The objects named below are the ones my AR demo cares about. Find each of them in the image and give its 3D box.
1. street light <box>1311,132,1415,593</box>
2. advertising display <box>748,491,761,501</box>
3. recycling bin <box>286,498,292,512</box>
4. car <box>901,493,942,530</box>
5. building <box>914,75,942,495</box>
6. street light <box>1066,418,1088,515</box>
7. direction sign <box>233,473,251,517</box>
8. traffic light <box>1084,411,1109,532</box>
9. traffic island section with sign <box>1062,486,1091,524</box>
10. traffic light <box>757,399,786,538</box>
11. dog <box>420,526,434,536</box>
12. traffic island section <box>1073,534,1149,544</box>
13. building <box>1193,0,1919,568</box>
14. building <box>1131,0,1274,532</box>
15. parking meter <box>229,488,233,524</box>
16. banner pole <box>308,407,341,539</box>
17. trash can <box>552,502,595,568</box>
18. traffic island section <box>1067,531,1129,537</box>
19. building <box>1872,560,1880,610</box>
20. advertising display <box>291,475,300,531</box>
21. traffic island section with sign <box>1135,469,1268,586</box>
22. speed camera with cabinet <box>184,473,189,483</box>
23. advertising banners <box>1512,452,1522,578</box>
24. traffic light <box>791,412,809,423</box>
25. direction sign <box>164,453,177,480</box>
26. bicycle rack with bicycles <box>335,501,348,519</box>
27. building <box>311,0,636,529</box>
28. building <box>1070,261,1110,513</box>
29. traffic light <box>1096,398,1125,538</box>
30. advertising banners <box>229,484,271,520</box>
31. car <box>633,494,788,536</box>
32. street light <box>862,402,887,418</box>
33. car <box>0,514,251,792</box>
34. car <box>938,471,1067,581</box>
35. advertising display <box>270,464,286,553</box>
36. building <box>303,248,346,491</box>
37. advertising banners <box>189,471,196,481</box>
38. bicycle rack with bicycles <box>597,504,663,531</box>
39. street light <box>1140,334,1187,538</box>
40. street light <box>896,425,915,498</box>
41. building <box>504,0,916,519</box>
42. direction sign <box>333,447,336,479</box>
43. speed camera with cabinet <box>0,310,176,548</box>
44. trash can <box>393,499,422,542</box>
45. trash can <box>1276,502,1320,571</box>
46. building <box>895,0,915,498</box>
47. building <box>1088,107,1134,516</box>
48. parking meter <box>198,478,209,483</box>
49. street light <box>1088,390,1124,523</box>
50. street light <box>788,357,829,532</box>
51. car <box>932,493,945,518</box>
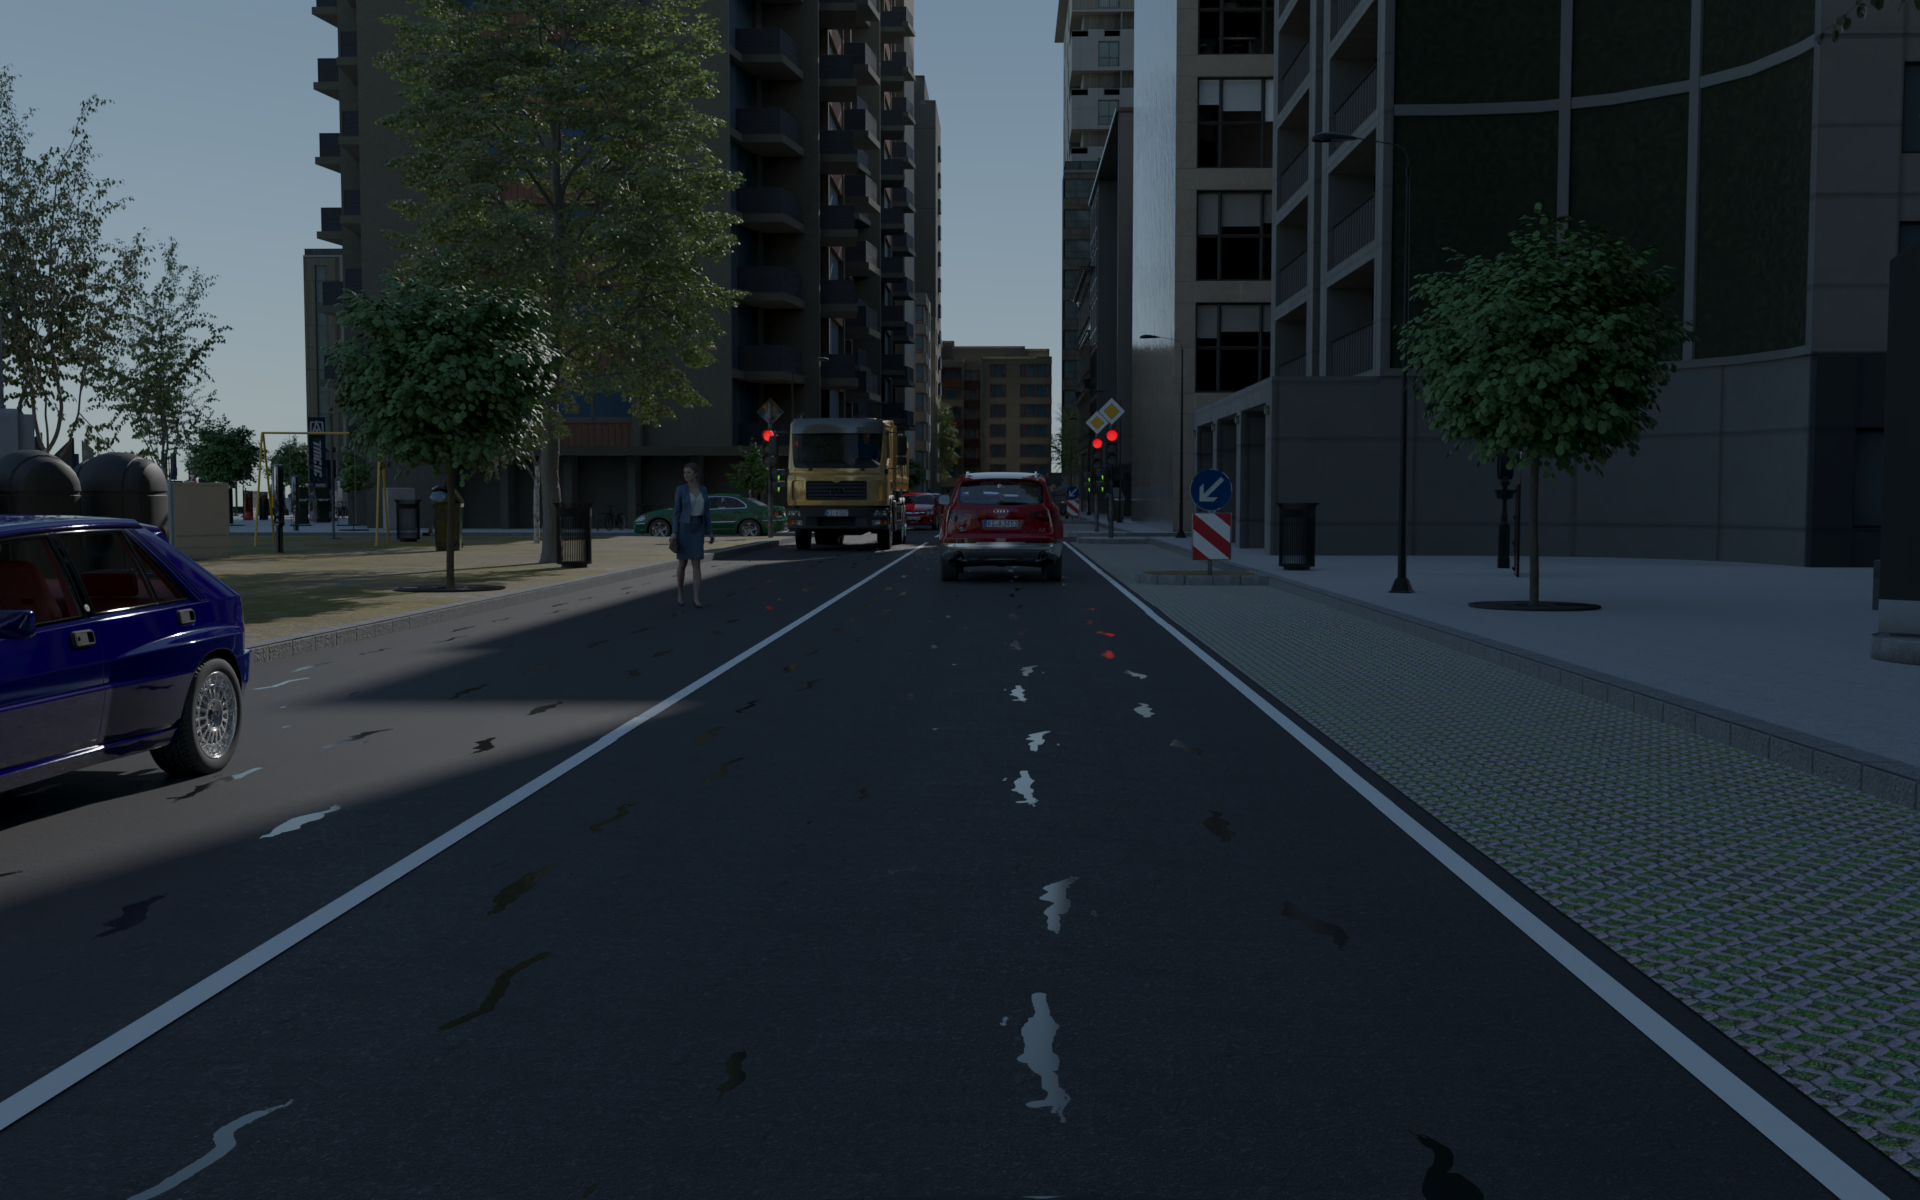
[{"bbox_3d":[5.209,-3.048,22.383,1.470,5.913,1.316,0,4,1],"label":"street light"},{"bbox_3d":[-7.279,-3.430,61.286,0.123,1.923,0.974,-2,4,-27],"label":"advertising display"},{"bbox_3d":[-46.815,-6.629,120.943,0.722,1.027,0.722,-3,5,-41],"label":"recycling bin"},{"bbox_3d":[-1.713,-3.754,70.423,2.155,1.783,4.494,0,4,3],"label":"car"},{"bbox_3d":[-13.083,-35.148,198.371,21.600,48.544,21.300,0,4,1],"label":"building"},{"bbox_3d":[7.312,-8.127,105.409,1.470,5.913,1.316,0,4,1],"label":"street light"},{"bbox_3d":[-39.365,-6.306,95.102,0.876,3.537,0.379,-3,5,-42],"label":"direction sign"},{"bbox_3d":[4.610,-4.261,58.586,0.839,4.253,0.868,0,4,1],"label":"traffic light"},{"bbox_3d":[5.310,-4.584,83.574,1.989,1.847,2.006,0,4,1],"label":"traffic island section with sign"},{"bbox_3d":[-5.557,-3.788,50.847,0.839,4.253,0.868,0,4,1],"label":"traffic light"},{"bbox_3d":[-17.379,-2.223,56.540,0.550,0.427,0.748,-3,5,-40],"label":"dog"},{"bbox_3d":[4.441,-1.739,50.717,2.009,0.180,2.903,0,4,1],"label":"traffic island section"},{"bbox_3d":[16.786,-36.696,38.230,20.563,71.187,20.611,0,4,1],"label":"building"},{"bbox_3d":[24.391,-16.023,66.495,34.151,26.468,19.350,0,4,1],"label":"building"},{"bbox_3d":[-31.529,-4.050,74.626,0.372,1.533,0.369,0,3,0],"label":"parking meter"},{"bbox_3d":[-18.214,-3.643,49.578,0.863,3.779,0.401,-1,4,-20],"label":"banner pole"},{"bbox_3d":[-6.751,-1.140,30.287,0.748,1.137,0.748,0,3,0],"label":"trash can"},{"bbox_3d":[4.650,-2.227,58.699,2.009,0.180,2.903,0,4,1],"label":"traffic island section"},{"bbox_3d":[19.454,-28.391,6.186,21.231,58.520,28.212,0,4,1],"label":"building"},{"bbox_3d":[-23.218,-3.382,60.503,0.123,1.923,0.974,-2,4,-30],"label":"advertising display"},{"bbox_3d":[3.847,-1.179,27.911,1.989,1.847,2.006,0,4,1],"label":"traffic island section with sign"},{"bbox_3d":[-50.264,-7.154,111.308,2.038,3.252,0.660,-2,4,-26],"label":"speed camera with cabinet"},{"bbox_3d":[8.678,-1.877,26.880,0.090,3.025,2.074,1,4,16],"label":"advertising banners"},{"bbox_3d":[-5.348,-4.276,58.830,0.839,4.253,0.868,0,4,1],"label":"traffic light"},{"bbox_3d":[-43.518,-6.321,95.352,0.379,3.537,0.876,3,4,36],"label":"direction sign"},{"bbox_3d":[-31.009,-4.609,88.734,2.852,0.926,2.925,1,4,16],"label":"bicycle rack with bicycles"},{"bbox_3d":[-15.074,-25.738,75.437,22.147,44.769,28.867,0,4,1],"label":"building"},{"bbox_3d":[13.503,-15.861,123.951,10.561,19.102,19.286,0,4,1],"label":"building"},{"bbox_3d":[4.401,-3.773,50.604,0.839,4.253,0.868,0,4,1],"label":"traffic light"},{"bbox_3d":[-35.146,-5.462,85.499,2.074,3.025,0.090,0,4,-3],"label":"advertising banners"},{"bbox_3d":[-7.822,-2.608,54.434,4.920,1.459,2.131,0,4,3],"label":"car"},{"bbox_3d":[-4.418,-7.057,87.923,1.470,5.913,1.316,0,4,1],"label":"street light"},{"bbox_3d":[-4.729,0.303,7.632,1.945,1.354,3.894,0,4,3],"label":"car"},{"bbox_3d":[0.726,-1.308,30.062,2.281,1.827,5.304,0,4,2],"label":"car"},{"bbox_3d":[-14.968,-2.009,38.057,0.123,1.923,0.974,-2,4,-28],"label":"advertising display"},{"bbox_3d":[-67.740,-26.471,204.507,14.107,30.474,14.160,0,4,1],"label":"building"},{"bbox_3d":[-47.846,-6.947,109.778,2.074,3.025,0.090,-1,4,-10],"label":"advertising banners"},{"bbox_3d":[-11.427,-2.899,60.776,2.852,0.926,2.925,0,4,5],"label":"bicycle rack with bicycles"},{"bbox_3d":[5.928,-4.771,50.551,1.470,5.913,1.316,0,4,1],"label":"street light"},{"bbox_3d":[-3.702,-8.799,116.407,1.470,5.913,1.316,0,4,1],"label":"street light"},{"bbox_3d":[-14.334,-28.032,112.943,22.147,44.769,28.867,0,4,1],"label":"building"},{"bbox_3d":[-29.994,-5.565,82.980,0.379,3.537,0.876,0,4,-7],"label":"direction sign"},{"bbox_3d":[-9.849,-1.520,19.193,2.038,3.252,0.660,-2,4,-30],"label":"speed camera with cabinet"},{"bbox_3d":[-14.825,-2.133,46.525,0.748,1.137,0.748,0,3,0],"label":"trash can"},{"bbox_3d":[5.688,-1.074,29.220,0.748,1.137,0.748,0,3,0],"label":"trash can"},{"bbox_3d":[-11.002,-30.037,141.222,14.600,45.320,14.200,0,4,1],"label":"building"},{"bbox_3d":[15.151,-17.128,99.104,14.314,24.678,30.058,0,4,1],"label":"building"},{"bbox_3d":[-28.118,-3.595,64.494,0.399,1.863,0.255,-1,4,-15],"label":"parking meter"},{"bbox_3d":[6.610,-6.404,77.241,1.470,5.913,1.316,0,4,1],"label":"street light"},{"bbox_3d":[-5.155,-5.290,59.040,1.470,5.913,1.316,0,4,1],"label":"street light"},{"bbox_3d":[-1.815,-5.806,103.965,2.155,1.783,4.494,0,4,1],"label":"car"}]
